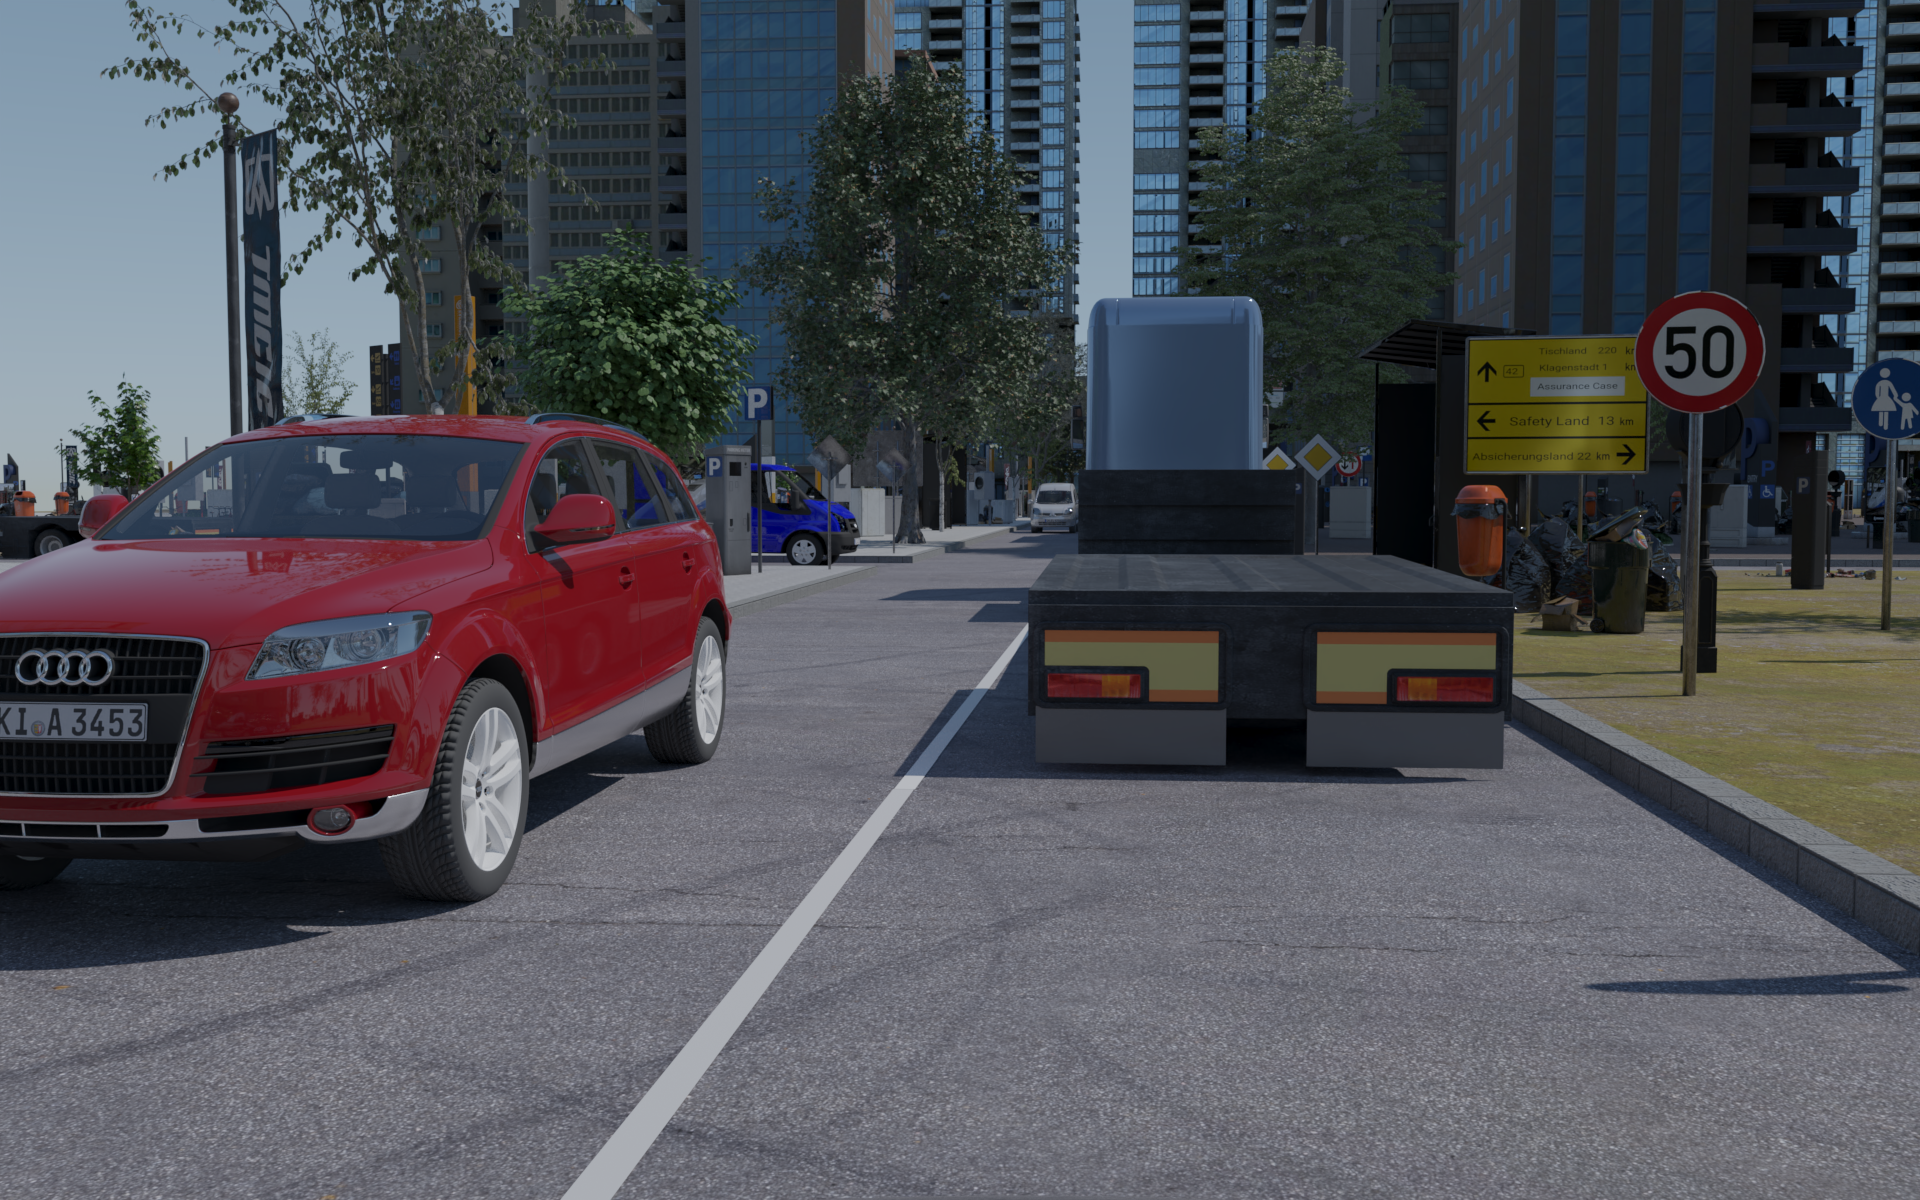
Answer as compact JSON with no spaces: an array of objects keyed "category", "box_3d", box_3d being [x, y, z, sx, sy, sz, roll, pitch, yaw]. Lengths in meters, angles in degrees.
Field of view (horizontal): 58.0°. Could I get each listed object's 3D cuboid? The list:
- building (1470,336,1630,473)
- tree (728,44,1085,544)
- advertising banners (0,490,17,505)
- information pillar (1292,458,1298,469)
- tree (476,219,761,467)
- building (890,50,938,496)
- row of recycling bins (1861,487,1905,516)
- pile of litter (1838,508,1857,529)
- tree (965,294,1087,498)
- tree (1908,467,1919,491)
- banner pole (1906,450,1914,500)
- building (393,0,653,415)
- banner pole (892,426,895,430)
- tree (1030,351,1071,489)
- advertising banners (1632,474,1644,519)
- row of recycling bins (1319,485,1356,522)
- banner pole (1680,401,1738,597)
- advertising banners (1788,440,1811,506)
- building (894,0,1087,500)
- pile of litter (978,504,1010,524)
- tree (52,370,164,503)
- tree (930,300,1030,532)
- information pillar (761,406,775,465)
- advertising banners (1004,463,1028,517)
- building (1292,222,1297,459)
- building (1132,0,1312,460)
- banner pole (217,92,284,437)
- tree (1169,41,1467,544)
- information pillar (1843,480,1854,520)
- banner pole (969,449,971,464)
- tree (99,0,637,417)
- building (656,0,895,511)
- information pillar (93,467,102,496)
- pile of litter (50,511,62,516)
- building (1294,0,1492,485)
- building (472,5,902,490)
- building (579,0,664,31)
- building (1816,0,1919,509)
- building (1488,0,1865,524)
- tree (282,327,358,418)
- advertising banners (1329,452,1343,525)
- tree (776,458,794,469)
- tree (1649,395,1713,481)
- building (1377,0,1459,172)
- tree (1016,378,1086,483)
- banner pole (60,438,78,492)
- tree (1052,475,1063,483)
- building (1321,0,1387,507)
[{"category":"building","box_3d":[63.792,-36.308,213.251,30.456,49.044,23.786,0,4,6]},{"category":"tree","box_3d":[-1.315,-7.814,44.769,9.611,12.733,9.660,0,3,0]},{"category":"advertising banners","box_3d":[-41.680,-4.844,75.388,2.074,3.025,0.090,1,4,11]},{"category":"information pillar","box_3d":[19.950,-6.865,103.599,0.504,3.616,0.183,2,4,27]},{"category":"tree","box_3d":[-4.080,-2.271,20.846,4.285,4.588,4.351,0,3,0]},{"category":"building","box_3d":[-15.184,-31.398,167.989,28.867,44.769,22.147,0,4,6]},{"category":"row of recycling bins","box_3d":[51.535,-5.479,96.698,1.069,1.692,3.534,0,4,0]},{"category":"pile of litter","box_3d":[32.501,-3.046,63.771,1.719,0.858,1.176,-2,4,-30]},{"category":"tree","box_3d":[4.764,-11.918,105.230,12.009,13.543,11.850,0,3,0]},{"category":"tree","box_3d":[36.185,-4.270,64.408,1.663,3.219,1.824,0,3,0]},{"category":"banner pole","box_3d":[53.587,-6.589,97.742,0.401,3.779,0.863,0,3,0]},{"category":"building","box_3d":[-40.990,-33.467,170.891,21.600,48.544,21.300,0,4,6]},{"category":"banner pole","box_3d":[-2.628,-4.522,63.945,0.863,3.779,0.401,-3,4,-38]},{"category":"tree","box_3d":[2.519,-8.072,82.331,4.737,8.622,4.395,0,3,0]},{"category":"advertising banners","box_3d":[24.190,-4.016,61.843,0.090,3.025,2.074,1,4,11]},{"category":"row of recycling bins","box_3d":[17.097,-4.464,80.106,3.534,1.692,1.069,-2,4,-29]},{"category":"banner pole","box_3d":[9.295,-1.933,21.615,0.863,3.779,0.401,0,4,-1]},{"category":"advertising banners","box_3d":[27.739,-3.733,57.219,0.090,3.025,2.074,1,4,9]},{"category":"building","box_3d":[1.966,-55.333,217.372,31.000,86.520,22.319,0,4,6]},{"category":"pile of litter","box_3d":[1.334,-3.654,73.705,1.719,0.858,1.176,0,4,-6]},{"category":"tree","box_3d":[-13.005,-1.993,27.193,1.663,3.219,1.824,0,3,0]},{"category":"tree","box_3d":[-0.376,-6.609,58.419,4.737,8.622,4.395,0,3,0]},{"category":"information pillar","box_3d":[-4.260,-2.881,38.453,0.183,3.616,0.504,-2,4,-35]},{"category":"advertising banners","box_3d":[3.180,-6.233,98.099,0.090,3.025,2.074,-3,5,-41]},{"category":"building","box_3d":[39.017,-24.157,166.675,14.160,30.474,14.107,0,4,6]},{"category":"building","box_3d":[33.075,-55.111,213.734,31.000,86.520,22.319,0,4,6]},{"category":"banner pole","box_3d":[-4.390,-1.268,10.750,0.863,3.779,0.401,3,5,42]},{"category":"tree","box_3d":[8.994,-7.735,44.587,7.486,12.596,7.792,0,3,0]},{"category":"information pillar","box_3d":[44.863,-5.074,87.448,0.304,2.012,0.304,-1,4,-15]},{"category":"banner pole","box_3d":[0.560,-6.386,94.421,0.401,3.779,0.863,0,4,3]},{"category":"tree","box_3d":[-4.566,-3.921,14.474,4.360,8.622,3.978,0,3,0]},{"category":"building","box_3d":[-12.378,-28.838,121.615,14.600,45.320,14.200,0,4,6]},{"category":"information pillar","box_3d":[-52.842,-7.016,106.072,0.504,3.616,0.183,-1,4,-14]},{"category":"pile of litter","box_3d":[-50.829,-5.129,97.820,1.176,0.858,1.719,2,4,35]},{"category":"building","box_3d":[37.251,-30.709,152.200,14.600,45.320,14.200,0,4,6]},{"category":"building","box_3d":[-20.034,-27.514,141.733,32.217,40.220,23.993,0,4,6]},{"category":"building","box_3d":[-43.347,-55.604,221.795,31.000,86.520,22.319,0,4,6]},{"category":"building","box_3d":[79.616,-51.623,156.703,31.000,86.520,22.319,0,4,6]},{"category":"building","box_3d":[31.300,-26.274,79.696,14.600,45.320,14.200,0,4,6]},{"category":"tree","box_3d":[-28.526,-7.673,75.812,4.737,8.622,4.395,0,3,0]},{"category":"advertising banners","box_3d":[15.439,-4.570,70.907,0.090,3.025,2.074,2,4,27]},{"category":"tree","box_3d":[-9.580,-6.046,93.457,1.663,3.219,1.824,0,3,0]},{"category":"tree","box_3d":[27.615,-7.087,66.235,4.737,8.622,4.395,0,3,0]},{"category":"building","box_3d":[31.496,-20.223,102.351,14.160,30.474,14.107,0,4,6]},{"category":"tree","box_3d":[7.406,-12.207,134.002,8.767,10.594,7.601,3,5,44]},{"category":"banner pole","box_3d":[-40.189,-5.385,78.055,0.863,3.779,0.401,-2,4,-25]},{"category":"tree","box_3d":[8.733,-9.698,153.171,1.663,3.219,1.824,0,3,0]},{"category":"building","box_3d":[38.206,-35.970,130.109,21.231,58.520,28.212,0,4,6]}]
